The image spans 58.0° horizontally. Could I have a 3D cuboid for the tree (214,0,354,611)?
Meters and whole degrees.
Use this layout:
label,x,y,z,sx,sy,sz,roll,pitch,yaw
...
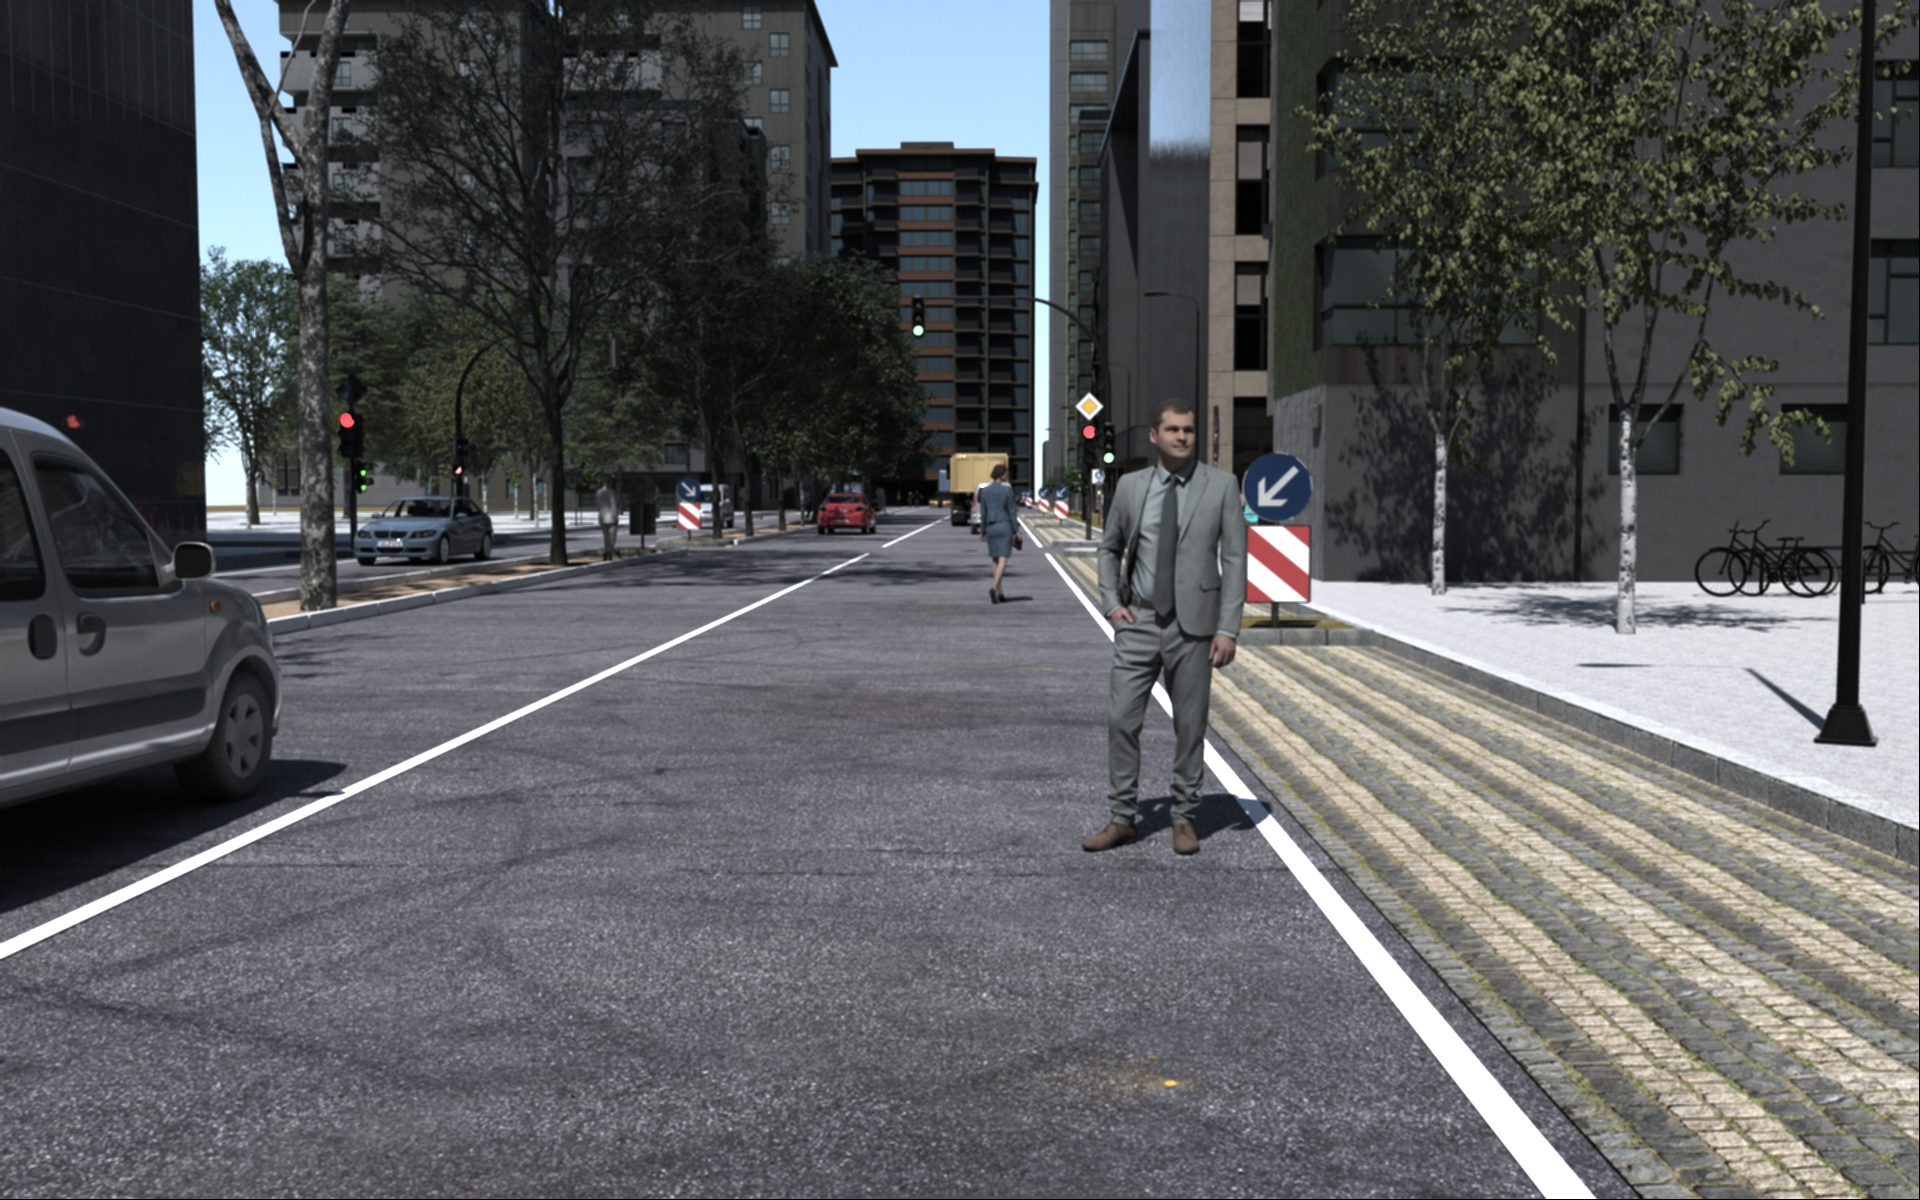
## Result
label,x,y,z,sx,sy,sz,roll,pitch,yaw
tree,-9.064,-9.980,21.523,12.611,20.169,13.585,0,3,0

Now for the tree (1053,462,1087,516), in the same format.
label,x,y,z,sx,sy,sz,roll,pitch,yaw
tree,7.010,-7.036,109.635,1.663,3.219,1.824,0,3,0

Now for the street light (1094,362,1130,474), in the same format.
label,x,y,z,sx,sy,sz,roll,pitch,yaw
street light,5.388,-5.404,60.905,1.470,5.913,1.316,0,4,1

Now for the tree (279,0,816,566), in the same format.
label,x,y,z,sx,sy,sz,roll,pitch,yaw
tree,-7.996,-7.417,34.093,12.009,13.543,11.850,0,3,0

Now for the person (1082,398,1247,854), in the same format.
label,x,y,z,sx,sy,sz,roll,pitch,yaw
person,0.835,0.098,6.994,0.635,1.810,0.391,1,4,13

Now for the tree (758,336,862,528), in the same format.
label,x,y,z,sx,sy,sz,roll,pitch,yaw
tree,-6.596,-7.320,72.507,4.737,8.622,4.395,0,3,0

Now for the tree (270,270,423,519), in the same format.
label,x,y,z,sx,sy,sz,roll,pitch,yaw
tree,-31.518,-10.439,88.797,7.486,12.596,7.792,0,3,0

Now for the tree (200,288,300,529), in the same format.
label,x,y,z,sx,sy,sz,roll,pitch,yaw
tree,-26.032,-6.936,63.768,4.360,8.622,3.978,0,3,0

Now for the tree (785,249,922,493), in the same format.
label,x,y,z,sx,sy,sz,roll,pitch,yaw
tree,-6.370,-11.102,90.634,9.857,13.997,8.962,0,3,0

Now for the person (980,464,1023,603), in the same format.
label,x,y,z,sx,sy,sz,roll,pitch,yaw
person,0.483,-0.873,22.805,0.581,1.822,0.654,2,4,35

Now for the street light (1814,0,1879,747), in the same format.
label,x,y,z,sx,sy,sz,roll,pitch,yaw
street light,4.046,-2.218,8.801,1.470,5.913,1.316,0,4,1

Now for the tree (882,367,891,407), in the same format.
label,x,y,z,sx,sy,sz,roll,pitch,yaw
tree,-7.014,-7.411,58.042,8.767,10.594,7.601,0,4,1

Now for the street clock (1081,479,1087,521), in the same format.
label,x,y,z,sx,sy,sz,roll,pitch,yaw
street clock,5.962,-4.793,82.939,0.471,2.002,0.358,1,4,8

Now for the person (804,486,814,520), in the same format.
label,x,y,z,sx,sy,sz,roll,pitch,yaw
person,-8.107,-5.125,92.145,0.661,1.843,0.795,-3,5,-45

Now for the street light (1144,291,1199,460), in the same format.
label,x,y,z,sx,sy,sz,roll,pitch,yaw
street light,4.893,-4.108,39.704,1.470,5.913,1.316,0,4,1

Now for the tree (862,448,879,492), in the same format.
label,x,y,z,sx,sy,sz,roll,pitch,yaw
tree,-6.248,-8.933,98.872,4.737,8.622,4.395,0,3,0

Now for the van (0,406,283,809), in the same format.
label,x,y,z,sx,sy,sz,roll,pitch,yaw
van,-4.204,0.011,6.837,2.013,2.044,4.112,0,4,2

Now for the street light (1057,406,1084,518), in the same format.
label,x,y,z,sx,sy,sz,roll,pitch,yaw
street light,6.019,-7.300,91.891,1.470,5.913,1.316,0,4,1

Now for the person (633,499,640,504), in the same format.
label,x,y,z,sx,sy,sz,roll,pitch,yaw
person,-16.852,-5.217,90.697,0.648,1.900,0.474,-3,5,-45

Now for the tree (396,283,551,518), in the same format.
label,x,y,z,sx,sy,sz,roll,pitch,yaw
tree,-16.547,-6.705,59.994,4.737,8.622,4.395,0,3,0

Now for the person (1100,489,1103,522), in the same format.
label,x,y,z,sx,sy,sz,roll,pitch,yaw
person,6.682,-4.400,80.572,0.503,1.515,0.523,1,4,11

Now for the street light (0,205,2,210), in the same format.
label,x,y,z,sx,sy,sz,roll,pitch,yaw
street light,-15.916,-3.372,27.673,1.470,5.913,1.316,0,4,1

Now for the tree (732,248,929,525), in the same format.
label,x,y,z,sx,sy,sz,roll,pitch,yaw
tree,-6.581,-9.828,80.151,9.611,12.733,9.660,0,3,0

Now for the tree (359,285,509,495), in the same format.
label,x,y,z,sx,sy,sz,roll,pitch,yaw
tree,-31.961,-12.164,105.529,9.857,13.997,8.962,0,3,0

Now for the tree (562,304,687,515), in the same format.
label,x,y,z,sx,sy,sz,roll,pitch,yaw
tree,-20.120,-11.379,104.166,7.486,12.596,7.792,0,3,0

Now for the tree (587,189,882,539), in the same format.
label,x,y,z,sx,sy,sz,roll,pitch,yaw
tree,-7.009,-6.941,50.353,8.767,10.594,7.601,0,4,1

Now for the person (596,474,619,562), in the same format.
label,x,y,z,sx,sy,sz,roll,pitch,yaw
person,-7.074,-1.609,34.689,0.514,1.842,0.818,1,4,10

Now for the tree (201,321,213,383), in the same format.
label,x,y,z,sx,sy,sz,roll,pitch,yaw
tree,-40.545,-8.965,80.995,8.767,10.594,7.601,0,4,5

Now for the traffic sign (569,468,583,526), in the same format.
label,x,y,z,sx,sy,sz,roll,pitch,yaw
traffic sign,-15.271,-4.082,68.868,0.606,2.300,0.079,1,4,9

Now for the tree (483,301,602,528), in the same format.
label,x,y,z,sx,sy,sz,roll,pitch,yaw
tree,-16.101,-7.059,65.776,4.360,8.622,3.978,0,3,0

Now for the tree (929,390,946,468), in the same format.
label,x,y,z,sx,sy,sz,roll,pitch,yaw
tree,-5.713,-11.449,106.652,9.611,12.733,9.660,0,3,0

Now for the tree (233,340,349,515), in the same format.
label,x,y,z,sx,sy,sz,roll,pitch,yaw
tree,-30.071,-7.943,80.229,4.737,8.622,4.395,0,3,0

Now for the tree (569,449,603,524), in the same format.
label,x,y,z,sx,sy,sz,roll,pitch,yaw
tree,-16.158,-4.830,73.577,1.663,3.219,1.824,0,3,0

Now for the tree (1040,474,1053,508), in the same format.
label,x,y,z,sx,sy,sz,roll,pitch,yaw
tree,8.626,-10.381,164.334,1.663,3.219,1.824,0,3,0

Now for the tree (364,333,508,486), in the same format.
label,x,y,z,sx,sy,sz,roll,pitch,yaw
tree,-36.060,-12.329,118.590,9.611,12.733,9.660,0,3,0

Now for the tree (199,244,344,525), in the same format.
label,x,y,z,sx,sy,sz,roll,pitch,yaw
tree,-29.597,-8.961,72.269,9.928,11.665,9.643,0,3,0

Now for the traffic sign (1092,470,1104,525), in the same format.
label,x,y,z,sx,sy,sz,roll,pitch,yaw
traffic sign,5.771,-4.260,71.783,0.606,2.300,0.079,0,4,7

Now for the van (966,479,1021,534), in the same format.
label,x,y,z,sx,sy,sz,roll,pitch,yaw
van,1.214,-3.418,62.903,2.013,2.044,4.112,0,4,0

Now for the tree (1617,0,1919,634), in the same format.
label,x,y,z,sx,sy,sz,roll,pitch,yaw
tree,6.099,-3.978,15.402,4.737,8.622,4.395,0,3,0

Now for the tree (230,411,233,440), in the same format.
label,x,y,z,sx,sy,sz,roll,pitch,yaw
tree,-41.788,-9.445,104.783,4.737,8.622,4.395,0,3,0

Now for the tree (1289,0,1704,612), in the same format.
label,x,y,z,sx,sy,sz,roll,pitch,yaw
tree,6.304,-4.363,21.691,4.737,8.622,4.395,0,3,0

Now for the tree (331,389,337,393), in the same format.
label,x,y,z,sx,sy,sz,roll,pitch,yaw
tree,-40.985,-9.802,110.626,4.360,8.622,3.978,0,3,0

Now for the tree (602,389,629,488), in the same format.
label,x,y,z,sx,sy,sz,roll,pitch,yaw
tree,-24.701,-10.431,120.904,4.360,8.622,3.978,0,3,0

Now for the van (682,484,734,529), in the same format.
label,x,y,z,sx,sy,sz,roll,pitch,yaw
van,-10.522,-4.004,72.474,2.013,2.044,4.112,0,4,1

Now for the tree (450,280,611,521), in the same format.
label,x,y,z,sx,sy,sz,roll,pitch,yaw
tree,-20.521,-9.638,83.340,9.928,11.665,9.643,0,3,0
